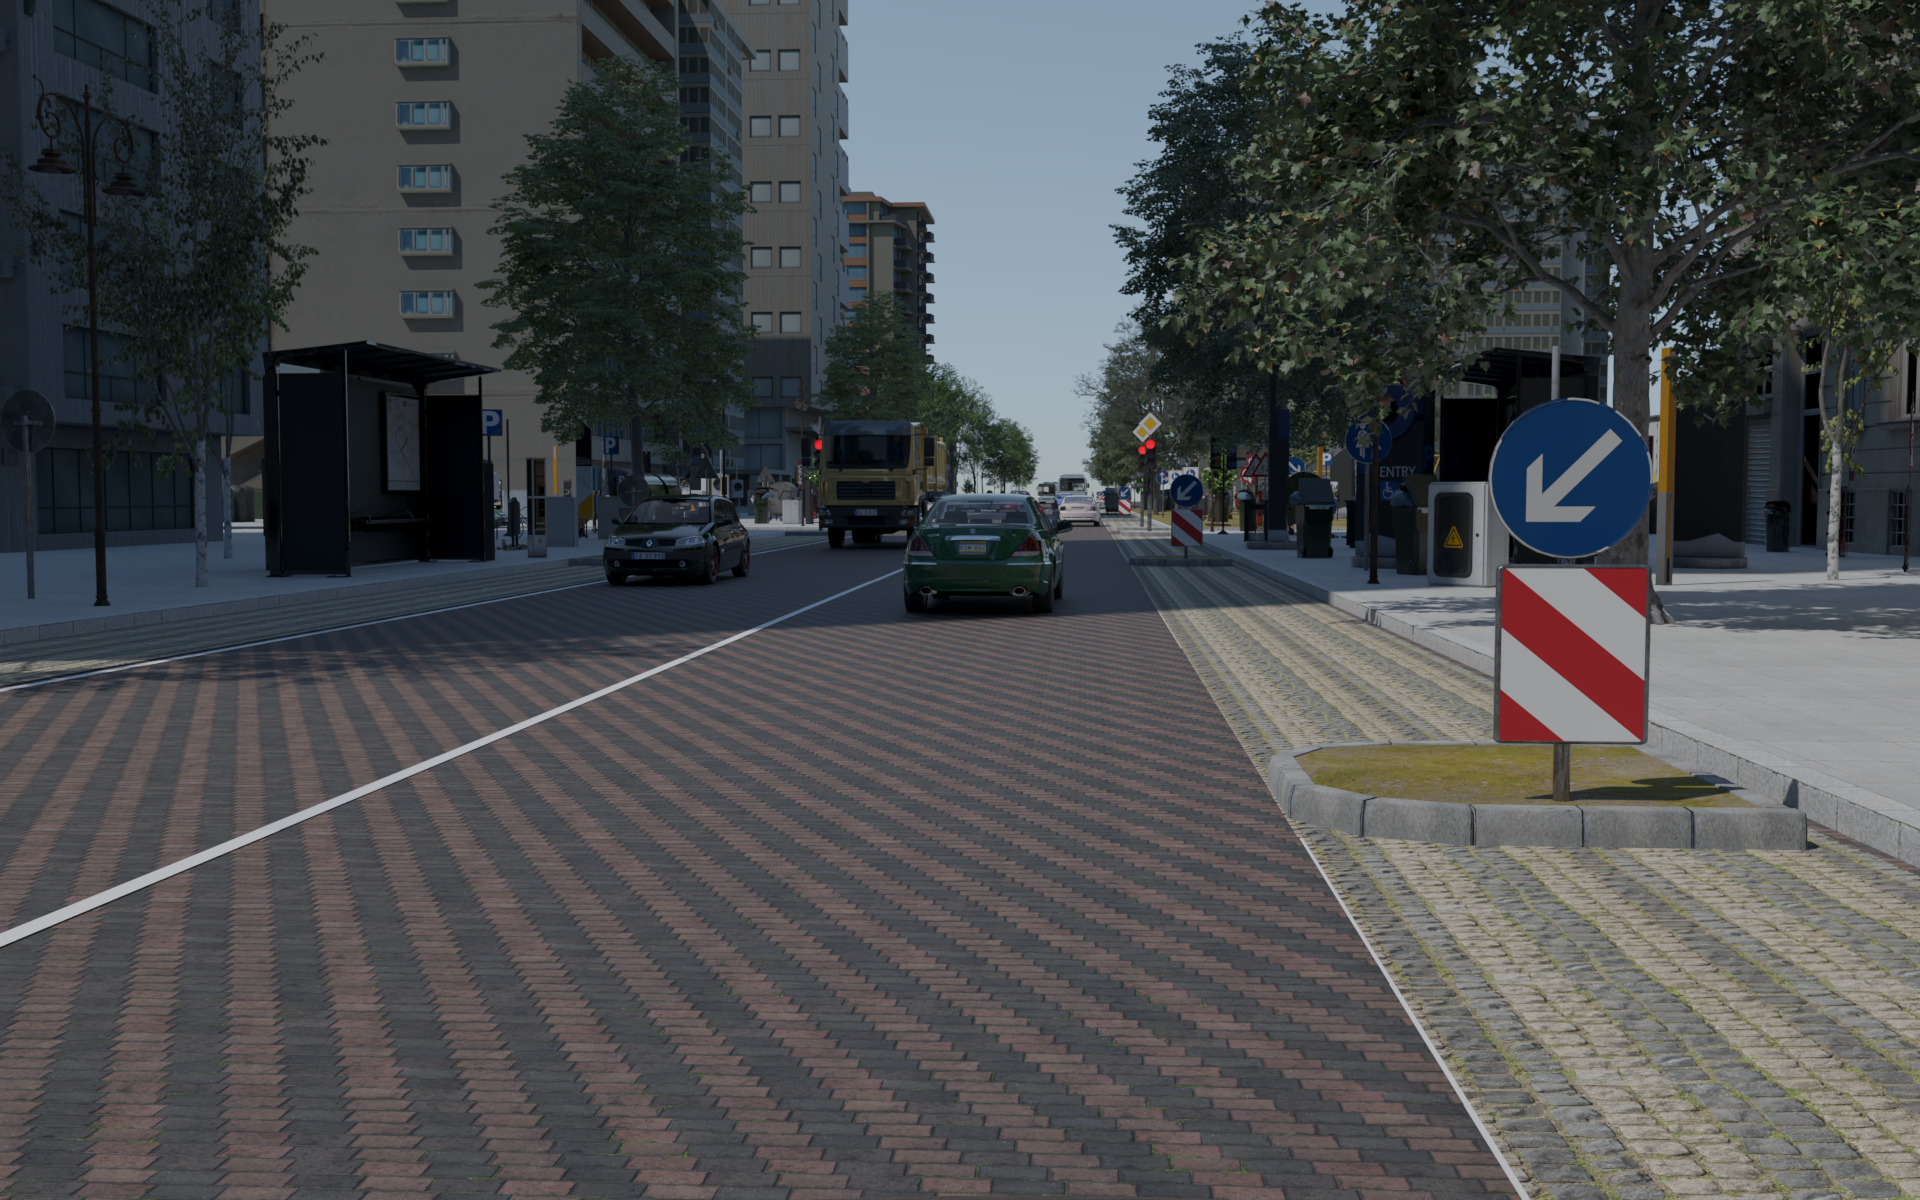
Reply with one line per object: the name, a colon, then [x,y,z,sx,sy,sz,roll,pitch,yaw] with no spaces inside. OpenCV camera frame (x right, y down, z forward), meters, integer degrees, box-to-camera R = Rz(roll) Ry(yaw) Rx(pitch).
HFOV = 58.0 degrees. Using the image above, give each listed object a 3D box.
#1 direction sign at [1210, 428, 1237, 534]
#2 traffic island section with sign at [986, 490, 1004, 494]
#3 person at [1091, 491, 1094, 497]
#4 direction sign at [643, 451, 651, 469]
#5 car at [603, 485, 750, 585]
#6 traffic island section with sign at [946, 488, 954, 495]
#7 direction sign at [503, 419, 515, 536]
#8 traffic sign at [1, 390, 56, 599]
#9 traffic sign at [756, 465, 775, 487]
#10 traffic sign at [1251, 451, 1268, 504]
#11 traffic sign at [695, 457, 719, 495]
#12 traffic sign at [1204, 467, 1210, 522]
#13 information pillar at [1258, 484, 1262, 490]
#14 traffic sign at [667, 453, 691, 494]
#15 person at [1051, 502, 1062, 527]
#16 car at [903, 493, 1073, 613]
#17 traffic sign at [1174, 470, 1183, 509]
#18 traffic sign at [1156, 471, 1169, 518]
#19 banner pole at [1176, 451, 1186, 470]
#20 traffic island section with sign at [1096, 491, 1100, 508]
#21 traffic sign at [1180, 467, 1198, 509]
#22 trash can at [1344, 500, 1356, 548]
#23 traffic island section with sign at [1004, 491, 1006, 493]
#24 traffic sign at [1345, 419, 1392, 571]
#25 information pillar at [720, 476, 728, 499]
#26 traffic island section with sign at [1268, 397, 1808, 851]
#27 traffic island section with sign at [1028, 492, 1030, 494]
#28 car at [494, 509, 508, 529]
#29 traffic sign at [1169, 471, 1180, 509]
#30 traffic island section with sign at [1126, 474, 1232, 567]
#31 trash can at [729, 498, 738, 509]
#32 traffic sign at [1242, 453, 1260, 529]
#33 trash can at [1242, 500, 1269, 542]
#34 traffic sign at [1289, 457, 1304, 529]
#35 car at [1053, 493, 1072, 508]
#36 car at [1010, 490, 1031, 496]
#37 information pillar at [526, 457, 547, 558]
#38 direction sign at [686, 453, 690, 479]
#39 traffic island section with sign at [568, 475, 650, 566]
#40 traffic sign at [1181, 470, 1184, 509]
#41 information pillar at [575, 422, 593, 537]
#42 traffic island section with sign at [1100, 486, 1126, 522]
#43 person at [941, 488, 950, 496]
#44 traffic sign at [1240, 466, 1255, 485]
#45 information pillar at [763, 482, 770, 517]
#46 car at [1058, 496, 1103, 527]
direction sign: [8.376,-3.857,55.053,0.876,3.537,0.379,-1,4,-11]
traffic island section with sign: [2.935,-9.749,168.017,1.989,1.847,2.006,0,4,4]
person: [19.237,-14.856,251.384,0.705,1.826,1.348,-1,4,-20]
direction sign: [-16.655,-6.120,92.054,0.379,3.537,0.876,-3,5,-39]
car: [-4.644,-1.158,28.726,2.009,1.686,4.222,0,4,5]
traffic island section with sign: [-0.707,-6.670,117.674,1.989,1.847,2.006,0,4,4]
direction sign: [-13.723,-3.708,52.616,0.379,3.537,0.876,-1,4,-18]
traffic sign: [-11.383,-1.287,21.151,0.768,2.556,0.104,1,4,12]
traffic sign: [-8.701,-4.736,77.435,0.884,2.594,0.081,1,4,8]
traffic sign: [9.326,-3.238,52.941,0.884,2.594,0.081,0,4,5]
traffic sign: [-8.731,-3.654,59.753,0.884,2.594,0.081,1,4,13]
traffic sign: [11.612,-4.935,80.801,0.768,2.556,0.104,1,4,13]
information pillar: [22.664,-7.755,131.281,0.304,2.012,0.304,-2,4,-30]
traffic sign: [-8.436,-3.167,51.892,0.768,2.556,0.104,1,4,12]
person: [2.723,-2.135,48.423,0.382,1.210,0.505,-2,4,-26]
car: [0.374,-0.650,22.423,2.131,1.459,4.920,0,4,6]
traffic sign: [11.398,-5.550,90.841,0.768,2.556,0.104,0,4,7]
traffic sign: [11.041,-5.750,94.122,0.768,2.556,0.104,0,4,7]
banner pole: [12.878,-6.811,101.379,0.863,3.779,0.401,-2,4,-27]
traffic island section with sign: [10.409,-6.645,117.277,1.989,1.847,2.006,0,4,4]
traffic sign: [8.852,-3.934,66.453,0.606,2.300,0.079,1,4,13]
trash can: [9.488,-1.804,41.142,0.748,1.137,0.748,0,3,0]
traffic island section with sign: [4.891,-11.393,194.901,1.989,1.847,2.006,0,4,4]
traffic sign: [6.806,-1.764,28.944,0.768,2.556,0.104,1,4,9]
information pillar: [-9.718,-4.092,71.403,0.304,2.012,0.304,-1,4,-12]
traffic island section with sign: [2.465,0.043,7.923,1.989,1.847,2.006,0,4,4]
traffic island section with sign: [10.888,-16.437,277.373,1.989,1.847,2.006,0,4,4]
car: [-19.484,-3.273,65.315,4.920,1.459,2.131,0,4,3]
traffic sign: [9.476,-4.530,76.199,0.606,2.300,0.079,1,4,8]
traffic island section with sign: [4.421,-1.610,34.948,1.989,1.847,2.006,0,4,4]
trash can: [-7.702,-2.781,57.117,0.748,1.137,0.748,0,3,0]
traffic sign: [9.312,-3.336,54.550,0.884,2.594,0.081,0,4,8]
trash can: [7.561,-1.993,44.235,0.748,1.137,0.748,0,3,0]
traffic sign: [11.429,-3.621,59.308,0.768,2.556,0.104,1,4,10]
car: [8.366,-7.889,138.571,1.945,1.707,3.694,0,4,4]
car: [5.455,-9.309,160.872,2.281,1.827,5.304,0,4,5]
information pillar: [-8.545,-1.863,34.958,0.304,2.012,0.304,-3,4,-37]
direction sign: [-15.180,-6.403,96.679,0.379,3.537,0.876,-2,4,-24]
traffic island section with sign: [-6.710,-1.623,35.165,1.989,1.847,2.006,0,4,4]
traffic sign: [11.813,-5.607,91.776,0.768,2.556,0.104,1,4,11]
information pillar: [-11.228,-3.689,51.670,0.504,3.616,0.183,0,4,2]
traffic island section with sign: [8.457,-5.001,90.393,1.989,1.847,2.006,0,4,4]
person: [-0.797,-5.606,100.175,0.660,1.820,0.620,0,4,5]
traffic sign: [13.002,-4.776,78.186,0.768,2.556,0.104,0,4,8]
information pillar: [-9.855,-5.117,88.160,0.304,2.012,0.304,1,4,11]
car: [5.351,-3.990,77.602,2.083,1.381,4.827,0,4,5]
